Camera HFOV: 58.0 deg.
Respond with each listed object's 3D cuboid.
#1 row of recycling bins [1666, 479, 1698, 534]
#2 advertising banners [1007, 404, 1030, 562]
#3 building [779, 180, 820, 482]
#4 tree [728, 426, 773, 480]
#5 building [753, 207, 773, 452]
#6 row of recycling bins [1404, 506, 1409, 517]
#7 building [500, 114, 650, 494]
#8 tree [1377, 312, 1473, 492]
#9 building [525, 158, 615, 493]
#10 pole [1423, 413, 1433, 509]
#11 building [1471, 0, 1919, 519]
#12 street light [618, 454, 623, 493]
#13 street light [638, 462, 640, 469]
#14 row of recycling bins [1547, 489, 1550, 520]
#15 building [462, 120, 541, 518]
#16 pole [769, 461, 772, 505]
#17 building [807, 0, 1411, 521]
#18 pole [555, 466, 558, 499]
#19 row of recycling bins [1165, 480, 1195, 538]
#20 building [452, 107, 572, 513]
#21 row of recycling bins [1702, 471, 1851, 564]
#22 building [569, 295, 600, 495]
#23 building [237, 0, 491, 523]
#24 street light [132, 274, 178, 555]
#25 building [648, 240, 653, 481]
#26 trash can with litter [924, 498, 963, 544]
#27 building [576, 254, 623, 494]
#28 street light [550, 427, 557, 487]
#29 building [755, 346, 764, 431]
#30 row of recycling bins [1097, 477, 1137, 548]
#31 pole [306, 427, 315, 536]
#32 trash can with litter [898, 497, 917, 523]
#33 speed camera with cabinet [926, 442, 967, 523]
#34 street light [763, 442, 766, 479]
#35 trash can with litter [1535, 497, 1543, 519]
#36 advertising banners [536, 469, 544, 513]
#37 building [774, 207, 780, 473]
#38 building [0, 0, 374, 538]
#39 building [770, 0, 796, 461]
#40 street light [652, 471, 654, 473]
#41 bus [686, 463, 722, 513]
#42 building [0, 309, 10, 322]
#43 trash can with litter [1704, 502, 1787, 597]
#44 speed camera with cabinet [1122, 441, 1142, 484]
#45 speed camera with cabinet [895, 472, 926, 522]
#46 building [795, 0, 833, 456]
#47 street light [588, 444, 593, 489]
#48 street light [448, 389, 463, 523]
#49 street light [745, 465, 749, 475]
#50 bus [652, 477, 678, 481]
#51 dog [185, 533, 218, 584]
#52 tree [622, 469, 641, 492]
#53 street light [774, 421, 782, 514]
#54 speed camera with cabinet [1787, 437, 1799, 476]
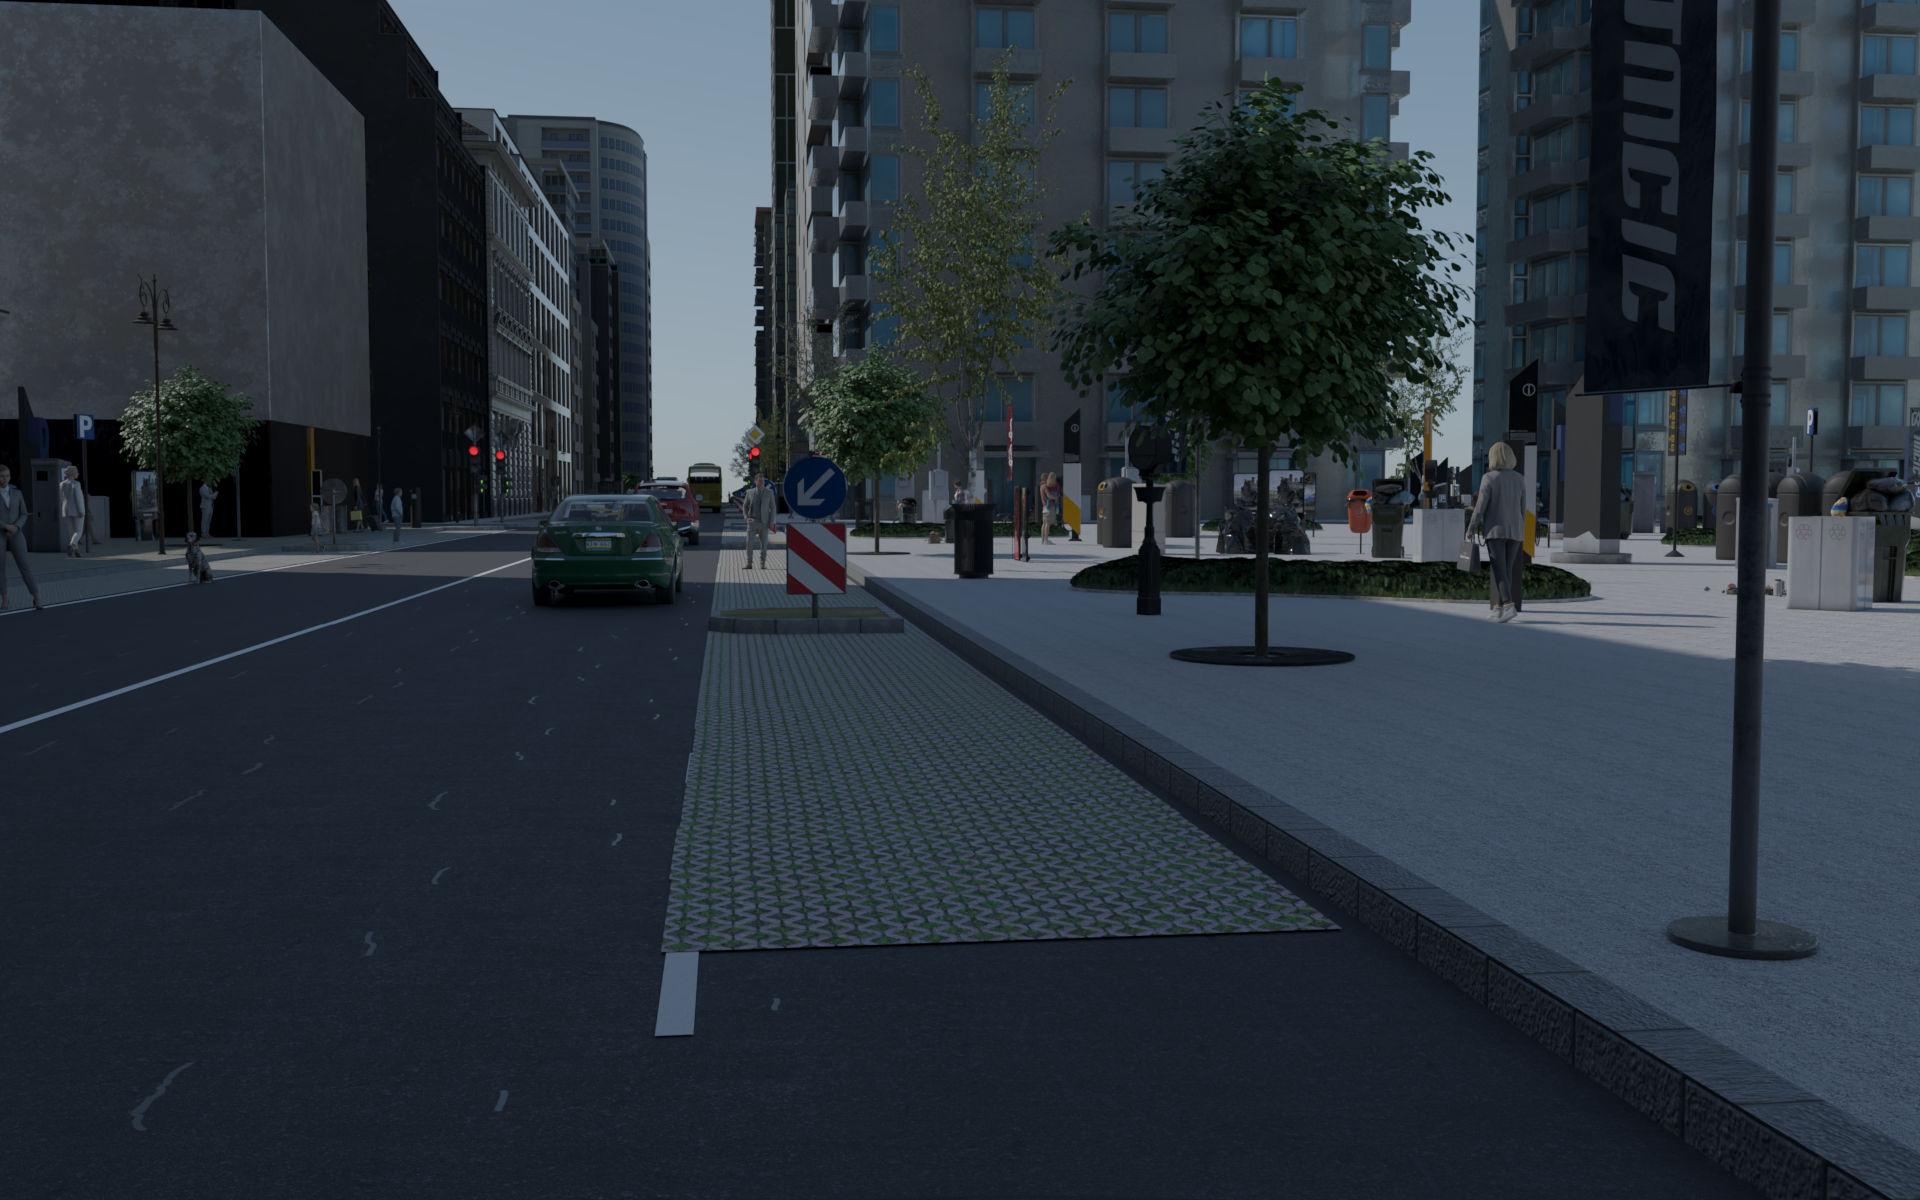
[{"bbox_3d":[21.479,-2.505,48.067,3.534,1.692,1.069,2,4,29],"label":"row of recycling bins"},{"bbox_3d":[1.113,-2.271,33.311,0.090,3.025,2.074,-1,4,-9],"label":"advertising banners"},{"bbox_3d":[-9.376,-23.906,162.560,14.160,30.474,14.107,0,4,-8],"label":"building"},{"bbox_3d":[-28.470,-18.617,238.791,7.601,10.594,8.767,0,4,-6],"label":"tree"},{"bbox_3d":[-19.612,-36.988,259.370,22.147,44.769,28.867,0,4,-8],"label":"building"},{"bbox_3d":[24.311,-5.592,98.539,1.069,1.692,3.534,-1,4,-21],"label":"row of recycling bins"},{"bbox_3d":[-59.768,-44.508,269.705,21.231,58.520,28.212,0,4,-8],"label":"building"},{"bbox_3d":[18.108,-7.214,68.318,4.737,8.622,4.395,0,3,0],"label":"tree"},{"bbox_3d":[-54.748,-30.365,188.344,32.217,40.220,23.993,0,4,-8],"label":"building"},{"bbox_3d":[11.821,-3.053,43.760,0.158,3.312,0.155,0,3,0],"label":"pole"},{"bbox_3d":[45.346,-29.190,96.870,30.456,49.044,23.786,0,4,-8],"label":"building"},{"bbox_3d":[-38.127,-13.564,194.553,0.468,5.910,1.993,0,4,-8],"label":"street light"},{"bbox_3d":[-43.558,-16.043,235.095,0.468,5.910,1.993,0,4,-8],"label":"street light"},{"bbox_3d":[29.696,-4.755,84.863,1.069,1.692,3.534,0,4,-1],"label":"row of recycling bins"},{"bbox_3d":[-31.303,-16.708,102.055,11.050,23.489,19.941,0,4,-8],"label":"building"},{"bbox_3d":[-11.782,-6.978,107.930,0.158,3.312,0.155,0,3,0],"label":"pole"},{"bbox_3d":[7.116,-28.931,92.628,30.456,49.044,23.786,0,4,-8],"label":"building"},{"bbox_3d":[-29.765,-8.185,127.671,0.158,3.312,0.155,0,3,0],"label":"pole"},{"bbox_3d":[6.656,-2.767,52.347,1.069,1.692,3.534,1,4,12],"label":"row of recycling bins"},{"bbox_3d":[-40.218,-19.791,128.091,19.350,26.468,34.151,0,4,-8],"label":"building"},{"bbox_3d":[15.522,-1.547,32.403,1.069,1.692,3.534,-1,4,-16],"label":"row of recycling bins"},{"bbox_3d":[-49.149,-19.448,163.016,27.650,21.520,28.899,0,4,-8],"label":"building"},{"bbox_3d":[-30.077,-15.500,83.095,12.332,23.373,15.834,0,4,-8],"label":"building"},{"bbox_3d":[-16.916,-3.899,36.533,0.468,5.910,1.993,0,4,-8],"label":"street light"},{"bbox_3d":[-63.716,-41.032,294.570,21.300,48.544,21.600,0,4,-8],"label":"building"},{"bbox_3d":[-0.375,-2.047,44.852,1.055,1.170,0.624,-1,4,-13],"label":"trash can with litter"},{"bbox_3d":[-48.312,-26.732,208.772,14.160,30.474,14.107,0,4,-8],"label":"building"},{"bbox_3d":[-27.906,-8.930,118.793,0.468,5.910,1.993,0,4,-8],"label":"street light"},{"bbox_3d":[-28.888,-32.606,304.816,14.160,30.474,14.107,0,4,-8],"label":"building"},{"bbox_3d":[3.938,-2.181,42.765,1.069,1.692,3.534,0,4,2],"label":"row of recycling bins"},{"bbox_3d":[-19.897,-3.625,53.118,0.158,3.312,0.155,0,3,0],"label":"pole"},{"bbox_3d":[-1.755,-2.951,59.637,0.624,1.170,1.055,0,4,6],"label":"trash can with litter"},{"bbox_3d":[-0.141,-4.395,66.196,2.038,3.252,0.660,-1,4,-9],"label":"speed camera with cabinet"},{"bbox_3d":[-17.191,-10.959,151.968,0.468,5.910,1.993,0,4,-8],"label":"street light"},{"bbox_3d":[22.688,-3.535,69.186,1.055,1.170,0.624,-2,4,-24],"label":"trash can with litter"},{"bbox_3d":[-28.540,-7.445,117.913,0.090,3.025,2.074,0,4,0],"label":"advertising banners"},{"bbox_3d":[-11.953,-24.780,176.855,14.160,30.474,14.107,0,4,-8],"label":"building"},{"bbox_3d":[-29.649,-11.636,57.699,16.811,18.784,16.820,0,4,-8],"label":"building"},{"bbox_3d":[-15.276,-47.624,216.909,20.563,71.187,20.611,0,4,-8],"label":"building"},{"bbox_3d":[-49.216,-18.656,277.814,0.468,5.910,1.993,0,4,-8],"label":"street light"},{"bbox_3d":[-19.985,-8.811,135.602,2.896,3.916,12.252,-1,4,-9],"label":"bus"},{"bbox_3d":[-24.100,-14.476,13.099,17.030,29.872,44.131,0,4,-8],"label":"building"},{"bbox_3d":[10.578,-0.698,22.468,1.678,1.210,2.233,3,4,38],"label":"trash can with litter"},{"bbox_3d":[6.031,-3.953,58.971,0.660,3.252,2.038,-1,4,-9],"label":"speed camera with cabinet"},{"bbox_3d":[-1.479,-4.484,67.657,2.038,3.252,0.660,0,4,7],"label":"speed camera with cabinet"},{"bbox_3d":[2.390,-32.593,122.135,28.713,52.752,27.495,0,4,-8],"label":"building"},{"bbox_3d":[-32.405,-10.972,152.175,0.468,5.910,1.993,0,4,-8],"label":"street light"},{"bbox_3d":[-22.232,-6.338,76.409,0.468,5.910,1.993,0,4,-8],"label":"street light"},{"bbox_3d":[-32.642,-18.014,267.308,0.468,5.910,1.993,0,4,-8],"label":"street light"},{"bbox_3d":[-30.364,-11.242,178.672,2.948,3.499,13.247,-1,4,-8],"label":"bus"},{"bbox_3d":[-12.123,-0.675,27.871,0.800,0.831,0.513,-3,5,-42],"label":"dog"},{"bbox_3d":[-42.087,-14.466,220.228,4.285,4.588,4.351,0,3,0],"label":"tree"},{"bbox_3d":[-11.485,-8.367,109.589,0.468,5.910,1.993,0,4,-8],"label":"street light"},{"bbox_3d":[29.192,-4.059,60.707,0.660,3.252,2.038,3,5,40],"label":"speed camera with cabinet"}]
